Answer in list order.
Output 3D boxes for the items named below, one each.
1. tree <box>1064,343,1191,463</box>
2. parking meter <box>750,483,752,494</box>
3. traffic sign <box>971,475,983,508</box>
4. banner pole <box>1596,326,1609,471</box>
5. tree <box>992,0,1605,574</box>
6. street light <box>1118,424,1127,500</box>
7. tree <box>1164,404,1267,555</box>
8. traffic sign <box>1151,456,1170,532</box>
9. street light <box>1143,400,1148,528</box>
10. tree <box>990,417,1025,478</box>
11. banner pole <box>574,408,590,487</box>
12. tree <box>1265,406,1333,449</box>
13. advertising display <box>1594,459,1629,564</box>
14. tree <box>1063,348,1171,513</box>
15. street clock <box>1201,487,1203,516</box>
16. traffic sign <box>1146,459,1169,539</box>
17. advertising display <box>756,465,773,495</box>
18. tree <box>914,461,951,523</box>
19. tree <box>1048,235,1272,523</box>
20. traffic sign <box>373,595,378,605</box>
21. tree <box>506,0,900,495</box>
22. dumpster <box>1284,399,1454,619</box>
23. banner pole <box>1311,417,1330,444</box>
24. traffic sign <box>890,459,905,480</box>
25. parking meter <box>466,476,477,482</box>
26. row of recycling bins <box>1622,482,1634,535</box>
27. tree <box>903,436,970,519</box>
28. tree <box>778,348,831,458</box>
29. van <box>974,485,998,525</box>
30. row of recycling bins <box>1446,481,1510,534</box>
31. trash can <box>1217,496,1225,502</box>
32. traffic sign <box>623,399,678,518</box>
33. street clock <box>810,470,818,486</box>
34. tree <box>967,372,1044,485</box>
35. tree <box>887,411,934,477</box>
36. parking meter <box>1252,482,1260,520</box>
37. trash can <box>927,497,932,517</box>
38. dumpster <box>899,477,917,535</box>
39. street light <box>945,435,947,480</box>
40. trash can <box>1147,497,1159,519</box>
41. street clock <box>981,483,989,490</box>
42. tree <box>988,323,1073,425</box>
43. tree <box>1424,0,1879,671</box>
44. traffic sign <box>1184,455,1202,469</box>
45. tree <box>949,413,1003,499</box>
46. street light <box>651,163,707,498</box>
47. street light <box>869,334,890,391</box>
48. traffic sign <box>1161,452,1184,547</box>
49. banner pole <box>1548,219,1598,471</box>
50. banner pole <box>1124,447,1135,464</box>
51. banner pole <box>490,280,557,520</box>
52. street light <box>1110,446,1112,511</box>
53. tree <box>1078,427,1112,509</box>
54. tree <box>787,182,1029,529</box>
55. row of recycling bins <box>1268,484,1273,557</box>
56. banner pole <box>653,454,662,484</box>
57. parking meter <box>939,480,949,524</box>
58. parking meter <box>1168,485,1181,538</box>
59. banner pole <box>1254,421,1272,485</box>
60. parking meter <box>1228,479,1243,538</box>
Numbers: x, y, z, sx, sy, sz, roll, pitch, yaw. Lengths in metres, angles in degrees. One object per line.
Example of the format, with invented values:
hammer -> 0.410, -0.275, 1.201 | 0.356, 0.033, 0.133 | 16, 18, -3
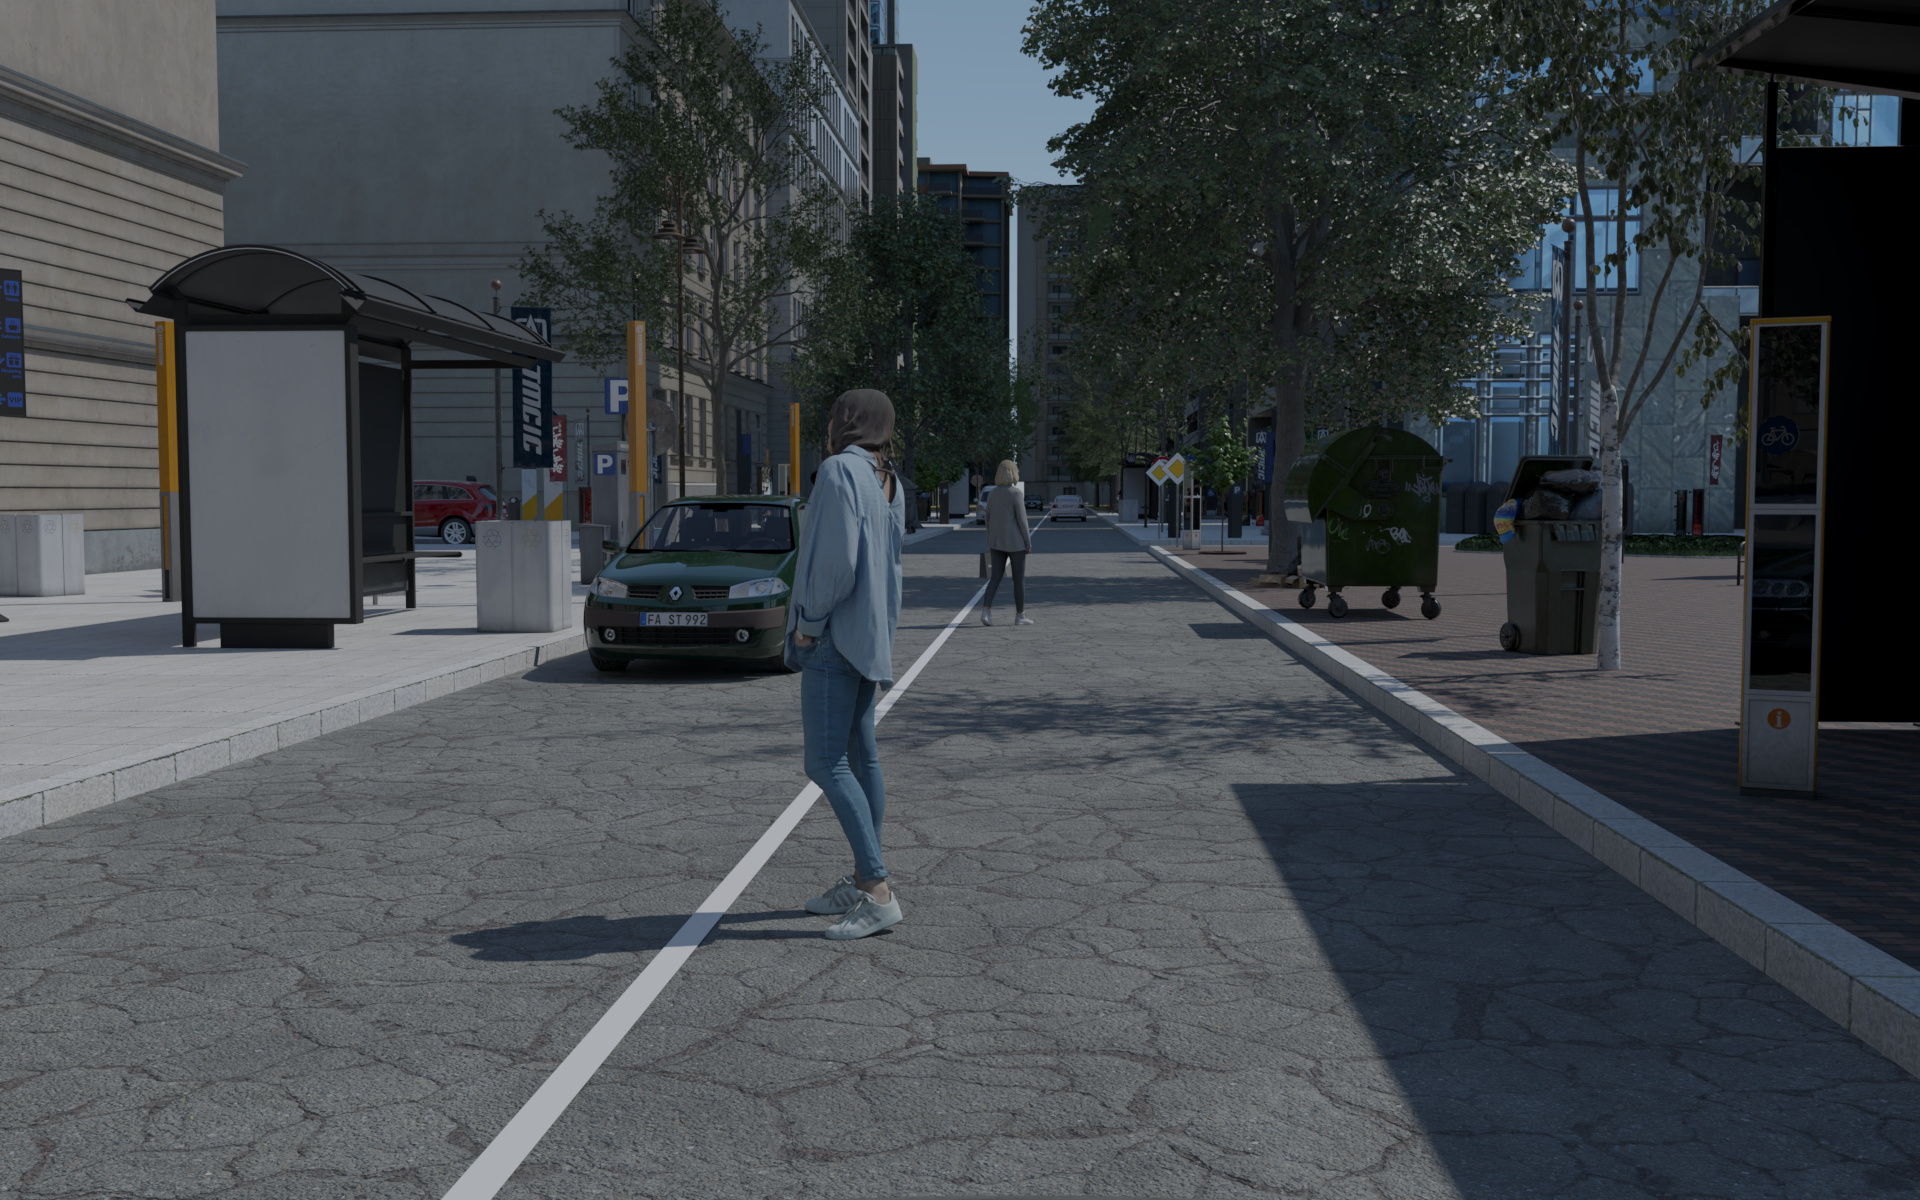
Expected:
tree -> 10.594, -11.121, 107.583 | 9.928, 11.665, 9.643 | 0, 3, 0
parking meter -> -8.951, -4.114, 72.977 | 0.255, 1.863, 0.399 | 2, 4, 25
traffic sign -> 1.124, -6.983, 114.285 | 0.768, 2.556, 0.104 | 0, 4, 5
banner pole -> 8.185, -1.994, 22.612 | 0.863, 3.779, 0.401 | -2, 4, -33
tree -> 5.419, -7.402, 27.674 | 9.857, 13.997, 8.962 | 0, 3, 0
street light -> 8.841, -7.447, 94.548 | 0.468, 5.910, 1.993 | 0, 4, 3
tree -> 5.493, -2.594, 37.020 | 1.663, 3.219, 1.824 | 0, 3, 0
traffic sign -> 6.791, -3.547, 58.096 | 0.768, 2.556, 0.104 | 0, 4, 4
street light -> 7.092, -5.701, 65.997 | 0.468, 5.910, 1.993 | 0, 4, 3
tree -> 4.409, -13.009, 163.053 | 4.737, 8.622, 4.395 | 0, 3, 0
banner pole -> -11.004, -3.709, 50.652 | 0.863, 3.779, 0.401 | 3, 5, 40
tree -> 12.394, -4.801, 62.212 | 4.285, 4.588, 4.351 | 0, 3, 0
advertising display -> 12.143, -1.660, 32.354 | 0.123, 1.923, 0.974 | -1, 4, -12
tree -> 12.610, -13.398, 137.185 | 7.486, 12.596, 7.792 | 0, 3, 0
street clock -> 14.057, -5.913, 101.241 | 0.358, 2.002, 0.471 | 0, 4, 5
traffic sign -> 5.698, -2.806, 49.522 | 0.795, 2.450, 0.064 | 0, 4, 3
advertising display -> -4.325, -2.032, 38.445 | 0.123, 1.923, 0.974 | 1, 4, 9
tree -> -1.444, -4.997, 76.306 | 1.663, 3.219, 1.824 | 0, 3, 0
tree -> 9.170, -10.175, 76.728 | 12.009, 13.543, 11.850 | 0, 3, 0
traffic sign -> -6.771, -1.093, 19.993 | 0.606, 2.300, 0.079 | 0, 4, 5
tree -> -4.715, -5.964, 31.921 | 7.601, 10.594, 8.767 | -2, 4, -26
dumpster -> 4.343, -0.980, 18.521 | 1.502, 2.255, 1.985 | 0, 4, 3
banner pole -> 11.570, -4.033, 55.949 | 0.863, 3.779, 0.401 | 3, 4, 36
traffic sign -> -1.981, -2.836, 50.007 | 0.795, 2.450, 0.064 | 0, 4, 3
parking meter -> -15.476, -3.009, 54.904 | 0.255, 1.863, 0.399 | -2, 4, -28
row of recycling bins -> 18.526, -2.657, 50.561 | 3.534, 1.692, 1.069 | -3, 5, -42
tree -> -1.192, -6.389, 88.171 | 4.285, 4.588, 4.351 | 0, 3, 0
tree -> -5.608, -7.640, 75.272 | 4.360, 8.622, 3.978 | 0, 3, 0
van -> 1.699, -4.533, 81.132 | 2.013, 2.044, 4.112 | 0, 4, 5
row of recycling bins -> 16.850, -2.920, 54.855 | 1.069, 1.692, 3.534 | -2, 4, -33
trash can -> 17.489, -6.402, 116.328 | 0.748, 1.137, 0.748 | 0, 3, 0
traffic sign -> -4.143, -1.411, 23.174 | 0.768, 2.556, 0.104 | 1, 4, 11
street clock -> -4.336, -2.976, 53.224 | 0.471, 2.002, 0.358 | 1, 4, 14
tree -> 2.688, -12.860, 136.015 | 9.928, 11.665, 9.643 | 0, 3, 0
tree -> -3.381, -9.475, 105.282 | 4.737, 8.622, 4.395 | 0, 3, 0
parking meter -> 14.790, -4.945, 86.568 | 0.255, 1.863, 0.399 | -1, 4, -20
trash can -> -1.928, -5.259, 97.643 | 0.748, 1.137, 0.748 | 0, 3, 0
dumpster -> -2.071, -3.046, 55.568 | 1.264, 1.857, 1.865 | 0, 4, 4
street light -> -0.641, -6.493, 78.941 | 0.468, 5.910, 1.993 | 0, 4, 3
trash can -> 10.001, -4.791, 89.980 | 0.748, 1.137, 0.748 | 0, 3, 0
street clock -> 1.588, -6.455, 110.103 | 0.471, 2.002, 0.358 | -2, 4, -35
tree -> 6.688, -20.513, 191.270 | 12.611, 20.169, 13.585 | 0, 3, 0
tree -> 4.830, -3.780, 12.172 | 4.360, 8.622, 3.978 | 0, 3, 0
traffic sign -> 7.336, -3.318, 54.351 | 0.768, 2.556, 0.104 | 1, 4, 10
tree -> 1.240, -10.443, 121.105 | 4.360, 8.622, 3.978 | 0, 3, 0
street light -> -3.966, -3.172, 24.643 | 0.468, 5.910, 1.993 | 0, 4, 3
street light -> -2.340, -4.735, 50.200 | 0.468, 5.910, 1.993 | 0, 4, 3
traffic sign -> 5.215, -2.319, 41.552 | 0.795, 2.450, 0.064 | 0, 4, 3
banner pole -> 5.412, -1.568, 15.655 | 0.401, 3.779, 0.863 | 2, 4, 32
banner pole -> 8.982, -6.246, 92.133 | 0.863, 3.779, 0.401 | 3, 5, 39
banner pole -> -5.191, -1.857, 20.382 | 0.863, 3.779, 0.401 | -1, 4, -16
street light -> 10.736, -9.215, 123.452 | 0.468, 5.910, 1.993 | 0, 4, 3
tree -> 12.384, -12.317, 151.746 | 4.360, 8.622, 3.978 | 0, 3, 0
tree -> -1.963, -8.994, 64.066 | 9.611, 12.733, 9.660 | 0, 3, 0
row of recycling bins -> 6.737, -1.549, 32.447 | 1.069, 1.692, 3.534 | -1, 4, -10
banner pole -> -9.386, -3.804, 52.208 | 0.863, 3.779, 0.401 | 0, 4, -7
parking meter -> -0.683, -4.129, 73.219 | 0.399, 1.863, 0.255 | -1, 4, -21
parking meter -> 6.271, -2.585, 50.674 | 0.372, 1.533, 0.369 | 0, 3, 0
banner pole -> 10.334, -4.188, 58.492 | 0.863, 3.779, 0.401 | 1, 4, 22
parking meter -> 8.026, -2.736, 50.450 | 0.399, 1.863, 0.255 | -1, 4, -17
